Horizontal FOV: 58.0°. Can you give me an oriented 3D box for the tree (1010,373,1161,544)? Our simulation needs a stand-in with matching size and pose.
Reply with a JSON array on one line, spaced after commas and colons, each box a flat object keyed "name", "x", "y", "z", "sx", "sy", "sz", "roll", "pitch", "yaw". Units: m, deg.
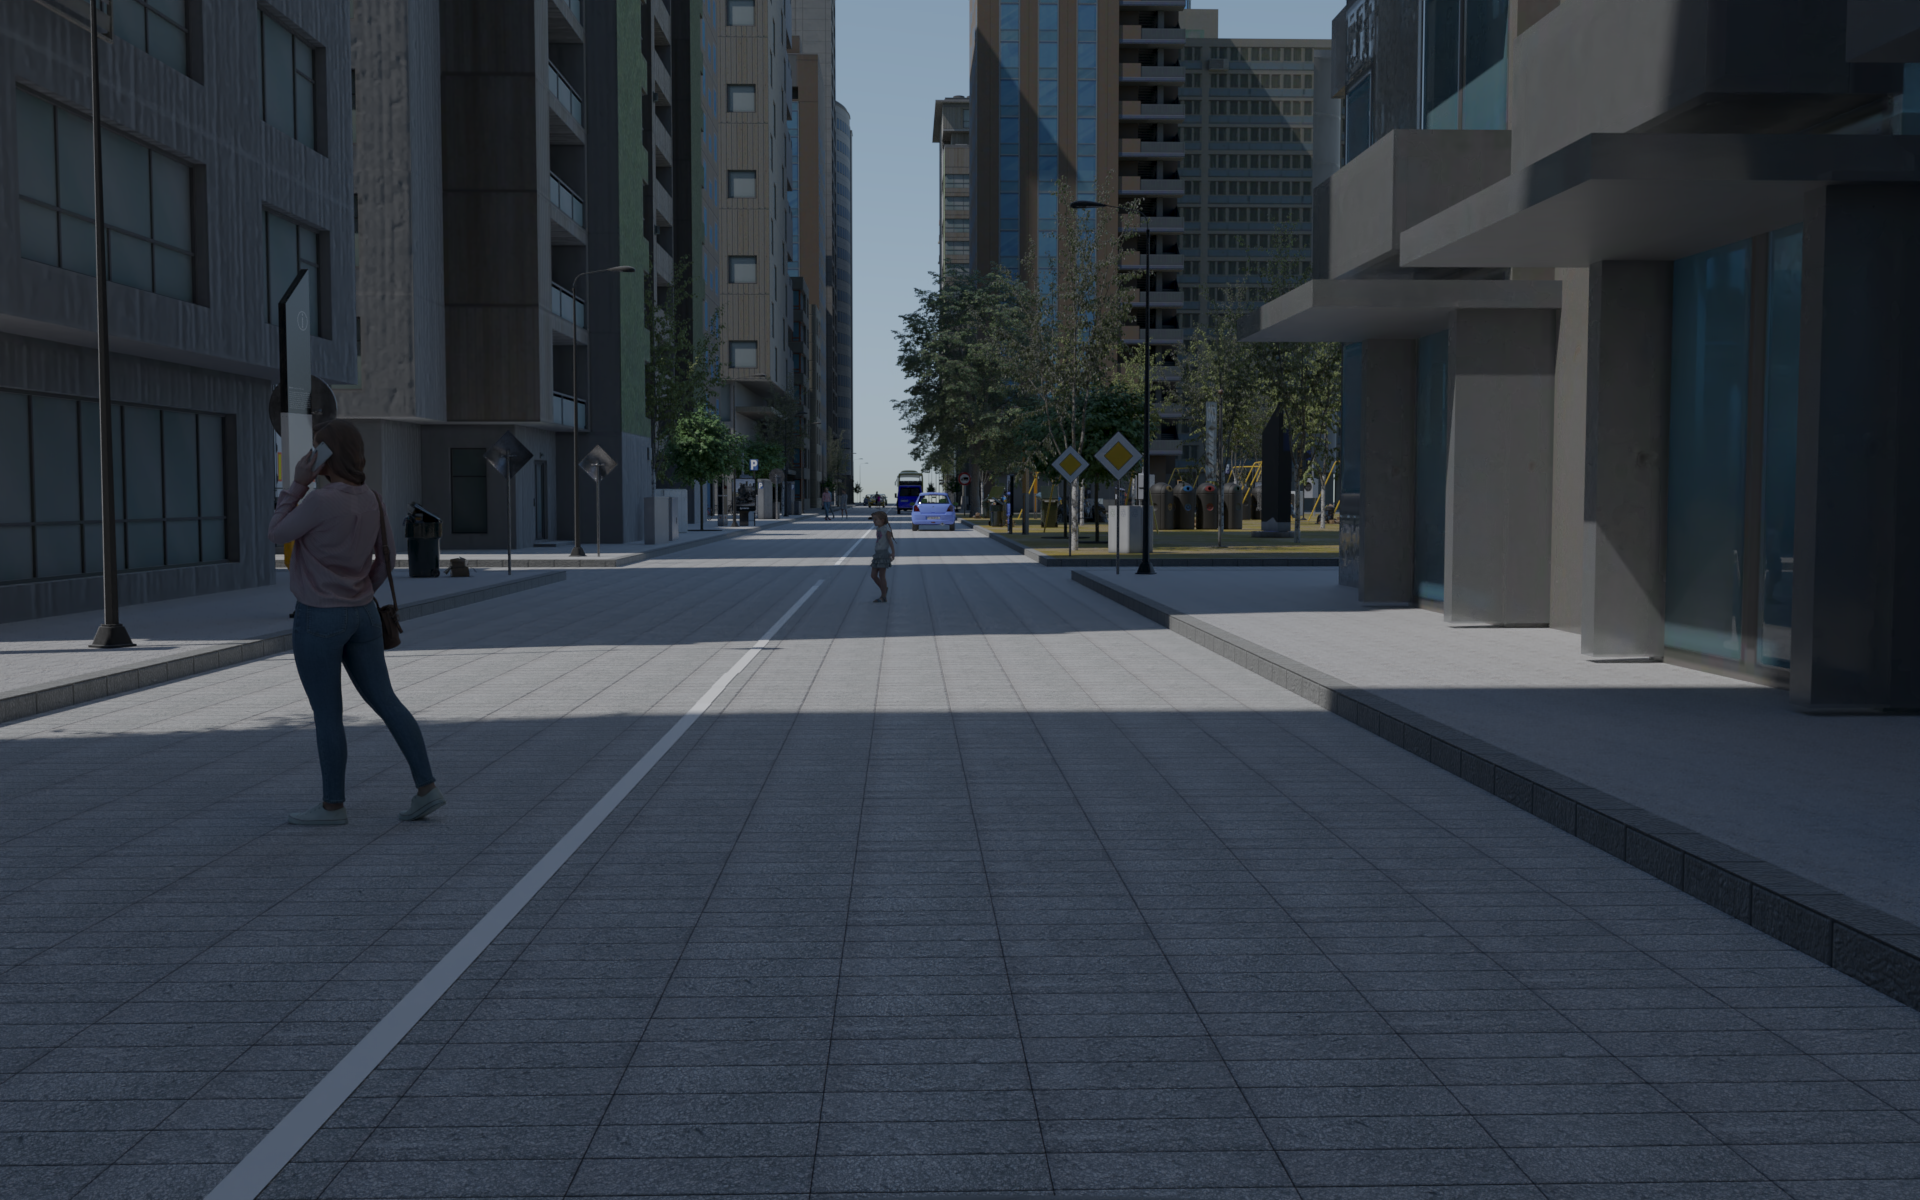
[{"name": "tree", "x": 3.150, "y": -4.073, "z": 50.301, "sx": 4.285, "sy": 4.588, "sz": 4.351, "roll": 0, "pitch": 3, "yaw": 0}]

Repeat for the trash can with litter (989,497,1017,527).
[{"name": "trash can with litter", "x": 1.821, "y": -3.613, "z": 70.457, "sx": 0.624, "sy": 1.170, "sz": 1.055, "roll": -2, "pitch": 4, "yaw": -28}]

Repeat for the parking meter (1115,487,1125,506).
[{"name": "parking meter", "x": 5.721, "y": -3.275, "z": 61.957, "sx": 0.372, "sy": 1.533, "sz": 0.369, "roll": 0, "pitch": 3, "yaw": 0}]

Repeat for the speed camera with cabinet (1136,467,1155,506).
[{"name": "speed camera with cabinet", "x": 8.862, "y": -5.076, "z": 77.325, "sx": 2.038, "sy": 3.252, "sz": 0.660, "roll": 3, "pitch": 4, "yaw": 37}]

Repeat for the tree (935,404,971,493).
[{"name": "tree", "x": 1.610, "y": -9.842, "z": 111.273, "sx": 4.737, "sy": 8.622, "sz": 4.395, "roll": 0, "pitch": 3, "yaw": 0}]

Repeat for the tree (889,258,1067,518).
[{"name": "tree", "x": 0.938, "y": -11.476, "z": 94.282, "sx": 9.857, "sy": 13.997, "sz": 8.962, "roll": 0, "pitch": 3, "yaw": 0}]

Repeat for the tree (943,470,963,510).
[{"name": "tree", "x": -0.593, "y": -8.914, "z": 140.342, "sx": 1.663, "sy": 3.219, "sz": 1.824, "roll": 0, "pitch": 3, "yaw": 0}]

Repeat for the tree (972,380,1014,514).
[{"name": "tree", "x": 3.800, "y": -9.427, "z": 104.495, "sx": 4.737, "sy": 8.622, "sz": 4.395, "roll": 0, "pitch": 3, "yaw": 0}]

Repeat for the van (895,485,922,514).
[{"name": "van", "x": -3.620, "y": -7.387, "z": 125.156, "sx": 2.240, "sy": 2.365, "sz": 5.245, "roll": 0, "pitch": 4, "yaw": -2}]

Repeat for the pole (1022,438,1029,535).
[{"name": "pole", "x": 2.075, "y": -3.725, "z": 54.747, "sx": 0.158, "sy": 3.312, "sz": 0.155, "roll": 0, "pitch": 3, "yaw": 0}]

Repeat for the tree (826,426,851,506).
[{"name": "tree", "x": -13.497, "y": -14.447, "z": 186.572, "sx": 4.360, "sy": 8.622, "sz": 3.978, "roll": 0, "pitch": 3, "yaw": 0}]

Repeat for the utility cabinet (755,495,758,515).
[{"name": "utility cabinet", "x": -13.050, "y": -5.902, "z": 107.656, "sx": 1.020, "sy": 1.237, "sz": 0.306, "roll": -2, "pitch": 4, "yaw": -31}]

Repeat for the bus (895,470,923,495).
[{"name": "bus", "x": -5.198, "y": -11.424, "z": 178.331, "sx": 2.896, "sy": 3.916, "sz": 12.252, "roll": 0, "pitch": 4, "yaw": -3}]

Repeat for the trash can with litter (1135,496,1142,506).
[{"name": "trash can with litter", "x": 9.504, "y": -5.020, "z": 93.457, "sx": 0.624, "sy": 1.170, "sz": 1.055, "roll": 0, "pitch": 4, "yaw": 4}]

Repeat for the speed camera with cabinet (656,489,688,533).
[{"name": "speed camera with cabinet", "x": -9.862, "y": -3.792, "z": 56.333, "sx": 2.038, "sy": 3.252, "sz": 0.660, "roll": -3, "pitch": 5, "yaw": -45}]

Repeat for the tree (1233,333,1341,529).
[{"name": "tree", "x": 13.298, "y": -6.973, "z": 64.371, "sx": 4.737, "sy": 8.622, "sz": 4.395, "roll": 0, "pitch": 3, "yaw": 0}]

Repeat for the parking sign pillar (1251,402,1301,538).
[{"name": "parking sign pillar", "x": 9.363, "y": -3.839, "z": 51.245, "sx": 1.447, "sy": 3.967, "sz": 1.447, "roll": -1, "pitch": 4, "yaw": -12}]

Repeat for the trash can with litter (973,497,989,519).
[{"name": "trash can with litter", "x": 1.214, "y": -4.813, "z": 90.083, "sx": 1.055, "sy": 1.170, "sz": 0.624, "roll": -1, "pitch": 4, "yaw": -14}]

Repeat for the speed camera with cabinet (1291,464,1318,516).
[{"name": "speed camera with cabinet", "x": 20.062, "y": -6.576, "z": 101.852, "sx": 0.660, "sy": 3.252, "sz": 2.038, "roll": -3, "pitch": 5, "yaw": -42}]

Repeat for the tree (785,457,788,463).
[{"name": "tree", "x": -10.677, "y": -6.575, "z": 91.208, "sx": 4.285, "sy": 4.588, "sz": 4.351, "roll": 0, "pitch": 3, "yaw": 0}]

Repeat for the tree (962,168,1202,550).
[{"name": "tree", "x": 2.475, "y": -5.445, "z": 39.388, "sx": 4.360, "sy": 8.622, "sz": 3.978, "roll": 0, "pitch": 3, "yaw": 0}]

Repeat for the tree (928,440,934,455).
[{"name": "tree", "x": -1.704, "y": -15.004, "z": 195.672, "sx": 4.737, "sy": 8.622, "sz": 4.395, "roll": 0, "pitch": 3, "yaw": 0}]

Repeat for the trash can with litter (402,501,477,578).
[{"name": "trash can with litter", "x": -8.058, "y": -0.943, "z": 26.811, "sx": 1.055, "sy": 1.170, "sz": 0.624, "roll": -1, "pitch": 4, "yaw": -23}]

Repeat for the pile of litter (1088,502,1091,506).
[{"name": "pile of litter", "x": 6.693, "y": -4.934, "z": 94.640, "sx": 1.176, "sy": 0.858, "sz": 1.719, "roll": 0, "pitch": 4, "yaw": 0}]

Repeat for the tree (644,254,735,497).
[{"name": "tree", "x": -9.063, "y": -6.238, "z": 52.354, "sx": 4.737, "sy": 8.622, "sz": 4.395, "roll": 0, "pitch": 3, "yaw": 0}]

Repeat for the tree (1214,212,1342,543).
[{"name": "tree", "x": 8.883, "y": -5.796, "z": 45.128, "sx": 4.360, "sy": 8.622, "sz": 3.978, "roll": 0, "pitch": 3, "yaw": 0}]

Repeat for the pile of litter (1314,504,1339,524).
[{"name": "pile of litter", "x": 16.151, "y": -3.730, "z": 74.951, "sx": 1.719, "sy": 0.858, "sz": 1.176, "roll": 0, "pitch": 4, "yaw": -1}]

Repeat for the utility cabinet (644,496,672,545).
[{"name": "utility cabinet", "x": -7.795, "y": -2.036, "z": 44.447, "sx": 0.306, "sy": 1.237, "sz": 1.020, "roll": 1, "pitch": 4, "yaw": 11}]

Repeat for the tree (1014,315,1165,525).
[{"name": "tree", "x": 5.206, "y": -7.354, "z": 70.607, "sx": 4.737, "sy": 8.622, "sz": 4.395, "roll": 0, "pitch": 3, "yaw": 0}]

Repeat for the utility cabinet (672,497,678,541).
[{"name": "utility cabinet", "x": -7.974, "y": -2.234, "z": 47.692, "sx": 0.306, "sy": 1.237, "sz": 1.020, "roll": 0, "pitch": 4, "yaw": 0}]

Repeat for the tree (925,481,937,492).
[{"name": "tree", "x": -4.569, "y": -16.440, "z": 263.397, "sx": 1.663, "sy": 3.219, "sz": 1.824, "roll": 0, "pitch": 3, "yaw": 0}]

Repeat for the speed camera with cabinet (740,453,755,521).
[{"name": "speed camera with cabinet", "x": -10.149, "y": -5.408, "z": 82.751, "sx": 0.660, "sy": 3.252, "sz": 2.038, "roll": -1, "pitch": 4, "yaw": -10}]

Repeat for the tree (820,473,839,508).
[{"name": "tree", "x": -11.960, "y": -10.102, "z": 159.772, "sx": 1.663, "sy": 3.219, "sz": 1.824, "roll": 0, "pitch": 3, "yaw": 0}]

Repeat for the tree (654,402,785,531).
[{"name": "tree", "x": -9.096, "y": -4.687, "z": 60.339, "sx": 4.285, "sy": 4.588, "sz": 4.351, "roll": 0, "pitch": 3, "yaw": 0}]

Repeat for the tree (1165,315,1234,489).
[{"name": "tree", "x": 11.093, "y": -7.469, "z": 72.478, "sx": 4.737, "sy": 8.622, "sz": 4.395, "roll": 0, "pitch": 3, "yaw": 0}]

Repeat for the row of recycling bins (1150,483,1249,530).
[{"name": "row of recycling bins", "x": 8.454, "y": -3.377, "z": 62.334, "sx": 3.534, "sy": 1.692, "sz": 1.069, "roll": -1, "pitch": 4, "yaw": -16}]

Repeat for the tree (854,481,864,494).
[{"name": "tree", "x": -14.579, "y": -15.506, "z": 248.130, "sx": 1.663, "sy": 3.219, "sz": 1.824, "roll": 0, "pitch": 3, "yaw": 0}]

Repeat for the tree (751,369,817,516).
[{"name": "tree", "x": -10.419, "y": -9.250, "z": 101.593, "sx": 4.360, "sy": 8.622, "sz": 3.978, "roll": 0, "pitch": 3, "yaw": 0}]

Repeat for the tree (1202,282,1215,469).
[{"name": "tree", "x": 8.747, "y": -6.595, "z": 58.189, "sx": 4.360, "sy": 8.622, "sz": 3.978, "roll": 0, "pitch": 3, "yaw": 0}]

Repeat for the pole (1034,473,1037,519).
[{"name": "pole", "x": 3.891, "y": -5.822, "z": 89.025, "sx": 0.158, "sy": 3.312, "sz": 0.155, "roll": 0, "pitch": 3, "yaw": 0}]
